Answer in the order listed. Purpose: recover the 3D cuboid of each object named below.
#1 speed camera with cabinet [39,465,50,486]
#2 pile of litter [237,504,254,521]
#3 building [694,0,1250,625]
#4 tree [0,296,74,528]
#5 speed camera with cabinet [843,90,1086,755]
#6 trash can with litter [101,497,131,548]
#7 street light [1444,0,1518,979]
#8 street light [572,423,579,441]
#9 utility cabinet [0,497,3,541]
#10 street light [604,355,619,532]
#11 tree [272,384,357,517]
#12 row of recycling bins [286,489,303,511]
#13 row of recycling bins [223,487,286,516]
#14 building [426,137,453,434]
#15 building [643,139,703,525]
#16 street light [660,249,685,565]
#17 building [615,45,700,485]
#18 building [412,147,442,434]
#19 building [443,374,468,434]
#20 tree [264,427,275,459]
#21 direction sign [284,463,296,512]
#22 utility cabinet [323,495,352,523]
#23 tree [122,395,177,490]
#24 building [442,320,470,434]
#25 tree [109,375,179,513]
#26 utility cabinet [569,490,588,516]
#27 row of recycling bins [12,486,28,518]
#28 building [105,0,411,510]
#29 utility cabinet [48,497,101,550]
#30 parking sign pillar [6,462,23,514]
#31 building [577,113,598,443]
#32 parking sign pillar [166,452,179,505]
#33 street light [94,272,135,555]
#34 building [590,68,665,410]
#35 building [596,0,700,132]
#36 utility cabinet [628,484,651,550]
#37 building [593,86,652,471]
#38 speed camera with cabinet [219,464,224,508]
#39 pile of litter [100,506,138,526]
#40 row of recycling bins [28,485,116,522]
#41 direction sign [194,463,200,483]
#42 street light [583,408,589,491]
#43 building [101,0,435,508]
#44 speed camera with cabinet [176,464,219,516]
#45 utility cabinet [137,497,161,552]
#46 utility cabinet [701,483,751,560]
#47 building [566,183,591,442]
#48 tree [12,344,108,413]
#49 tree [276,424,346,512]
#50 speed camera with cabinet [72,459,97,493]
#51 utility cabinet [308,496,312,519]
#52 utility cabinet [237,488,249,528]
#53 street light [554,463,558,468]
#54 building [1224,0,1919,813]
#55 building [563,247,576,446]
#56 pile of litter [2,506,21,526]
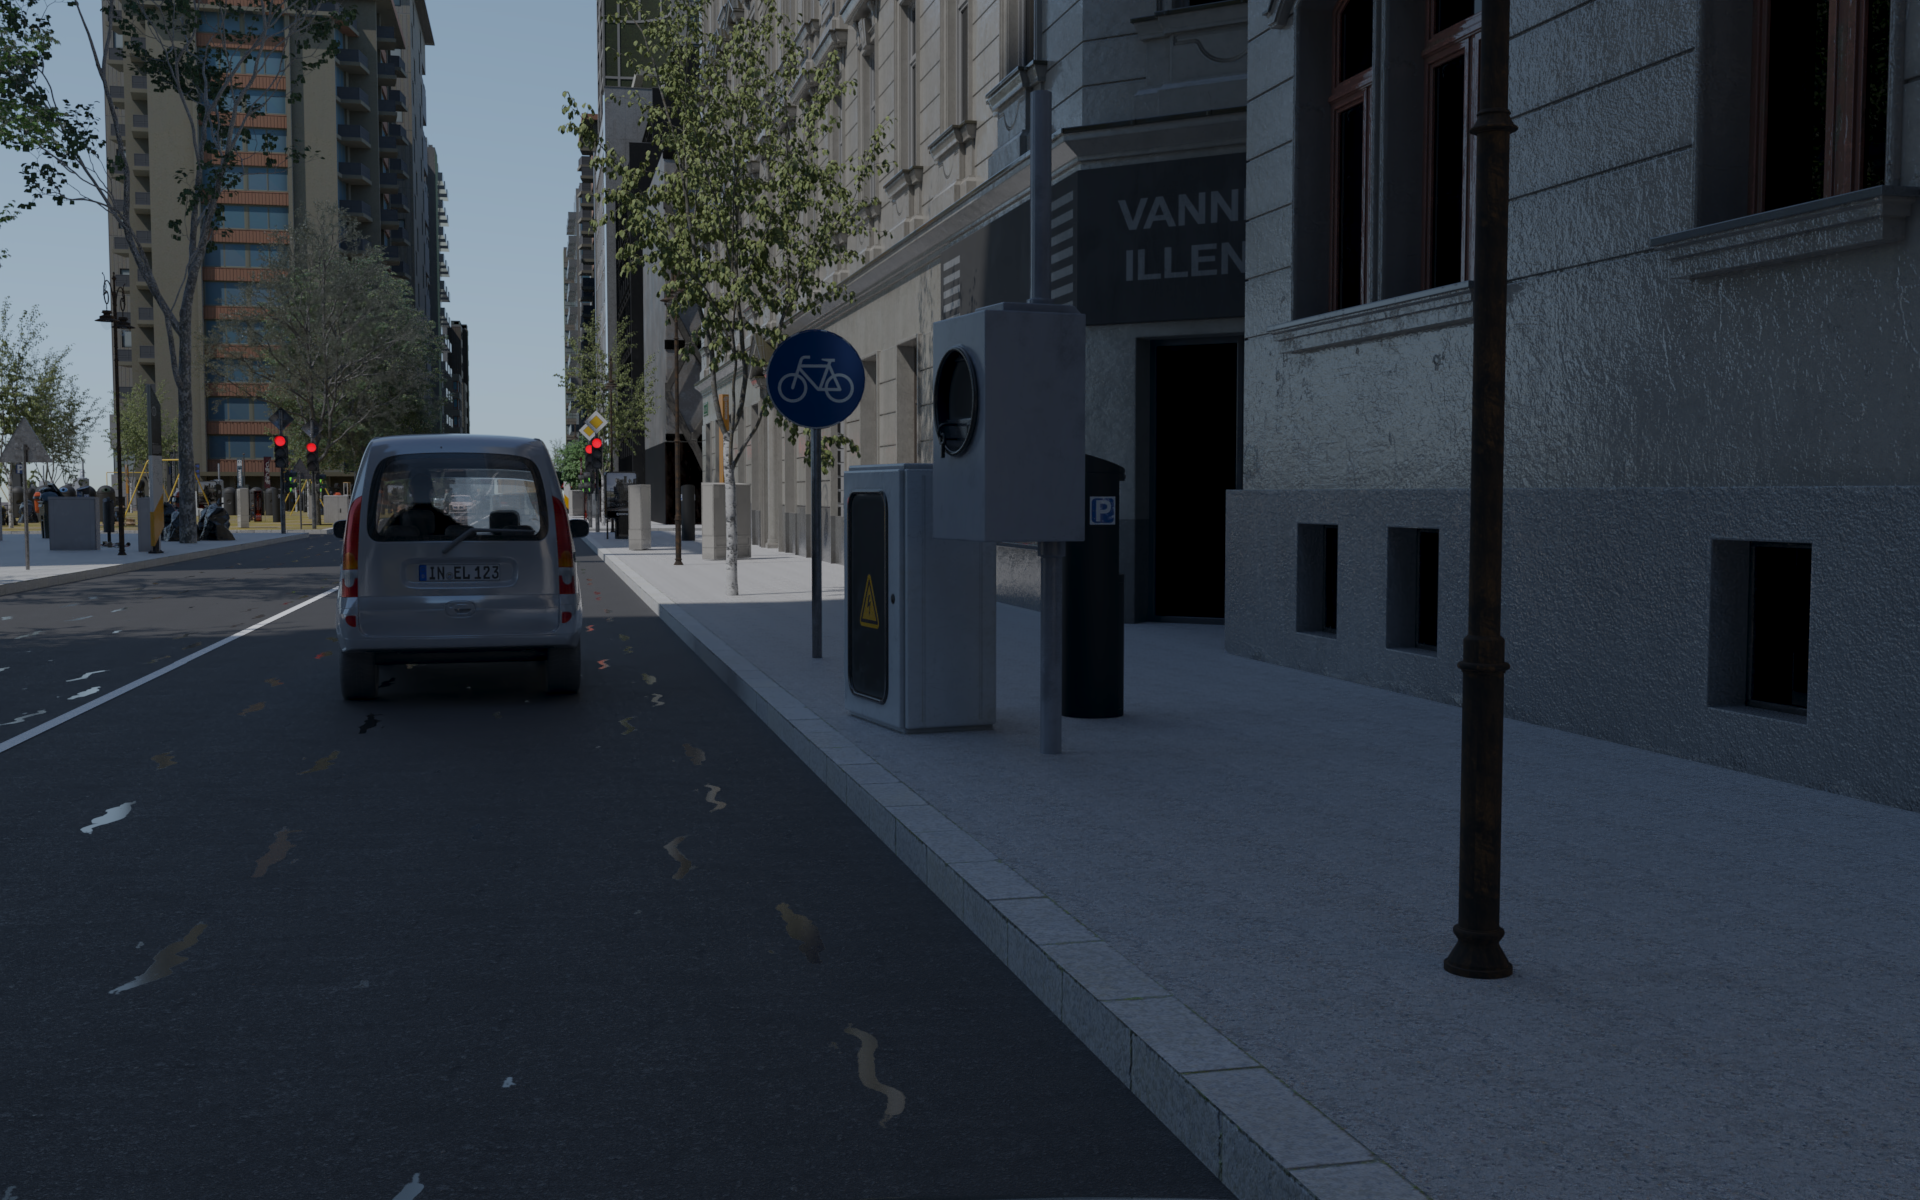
[{"bbox_3d":[-61.985,-7.601,118.606,2.038,3.252,0.660,1,4,11],"label":"speed camera with cabinet"},{"bbox_3d":[-34.396,-4.268,83.751,1.176,0.858,1.719,0,4,0],"label":"pile of litter"},{"bbox_3d":[4.317,-15.935,36.949,17.030,29.872,44.131,-1,4,-14],"label":"building"},{"bbox_3d":[-35.712,-7.032,65.339,4.737,8.622,4.395,0,3,0],"label":"tree"},{"bbox_3d":[-0.038,-0.908,9.175,0.660,3.252,2.038,-1,4,-23],"label":"speed camera with cabinet"},{"bbox_3d":[-20.766,-1.895,42.049,1.678,1.210,2.233,-2,4,-29],"label":"trash can with litter"},{"bbox_3d":[1.395,-1.939,4.486,0.468,5.910,1.993,-1,4,-14],"label":"street light"},{"bbox_3d":[-24.702,-8.473,111.317,0.468,5.910,1.993,-1,4,-14],"label":"street light"},{"bbox_3d":[-26.665,-2.210,47.293,0.306,1.237,1.020,1,4,15],"label":"utility cabinet"},{"bbox_3d":[-11.624,-5.199,57.790,0.468,5.910,1.993,-1,4,-14],"label":"street light"},{"bbox_3d":[-36.386,-8.981,97.206,4.360,8.622,3.978,0,3,0],"label":"tree"},{"bbox_3d":[-50.754,-7.605,131.459,1.069,1.692,3.534,1,4,13],"label":"row of recycling bins"},{"bbox_3d":[-42.417,-5.903,103.622,3.534,1.692,1.069,1,4,9],"label":"row of recycling bins"},{"bbox_3d":[-79.797,-37.384,230.833,23.786,49.044,30.456,-1,4,-14],"label":"building"},{"bbox_3d":[-5.385,-12.920,78.697,16.811,18.784,16.820,-1,4,-14],"label":"building"},{"bbox_3d":[-5.085,-3.567,31.114,0.468,5.910,1.993,-1,4,-14],"label":"street light"},{"bbox_3d":[-12.148,-16.203,94.604,12.332,23.373,15.834,-1,4,-14],"label":"building"},{"bbox_3d":[-66.715,-31.390,196.821,14.154,41.232,14.086,-1,4,-14],"label":"building"},{"bbox_3d":[-88.791,-25.378,259.974,27.650,21.520,28.899,-1,4,-14],"label":"building"},{"bbox_3d":[-47.546,-10.612,123.875,4.737,8.622,4.395,0,3,0],"label":"tree"},{"bbox_3d":[-48.910,-8.214,126.299,0.876,3.537,0.379,-1,4,-9],"label":"direction sign"},{"bbox_3d":[-27.675,-4.017,76.845,1.020,1.237,0.306,-1,4,-11],"label":"utility cabinet"},{"bbox_3d":[-59.973,-10.886,128.345,4.360,8.622,3.978,0,3,0],"label":"tree"},{"bbox_3d":[-87.405,-31.219,282.129,14.160,30.474,14.107,-1,4,-14],"label":"building"},{"bbox_3d":[-50.561,-9.673,108.514,4.737,8.622,4.395,0,3,0],"label":"tree"},{"bbox_3d":[-21.892,-5.546,99.359,0.318,1.500,1.173,2,4,34],"label":"utility cabinet"},{"bbox_3d":[-50.479,-5.317,94.046,1.069,1.692,3.534,0,4,-7],"label":"row of recycling bins"},{"bbox_3d":[-58.888,-30.147,147.522,22.147,44.769,28.867,-1,4,-14],"label":"building"},{"bbox_3d":[-20.290,-1.745,39.692,1.020,1.237,0.306,0,4,-7],"label":"utility cabinet"},{"bbox_3d":[-58.711,-7.310,107.995,1.447,3.967,1.447,3,4,37],"label":"parking sign pillar"},{"bbox_3d":[-32.413,-33.323,199.451,22.147,44.769,28.867,-1,4,-14],"label":"building"},{"bbox_3d":[-50.840,-7.581,112.420,1.447,3.967,1.447,1,4,17],"label":"parking sign pillar"},{"bbox_3d":[-17.592,-3.877,36.184,0.468,5.910,1.993,-1,4,-14],"label":"street light"},{"bbox_3d":[-16.851,-28.304,154.647,32.217,40.220,23.993,-1,4,-14],"label":"building"},{"bbox_3d":[-27.877,-45.020,174.332,20.563,71.187,20.611,-1,4,-14],"label":"building"},{"bbox_3d":[-7.360,-1.901,39.761,0.318,1.500,1.173,0,4,0],"label":"utility cabinet"},{"bbox_3d":[-17.040,-17.965,111.742,12.078,24.808,19.932,-1,4,-14],"label":"building"},{"bbox_3d":[-48.012,-7.243,112.766,0.660,3.252,2.038,0,4,7],"label":"speed camera with cabinet"},{"bbox_3d":[-33.965,-3.441,70.218,1.719,0.858,1.176,-2,4,-23],"label":"pile of litter"},{"bbox_3d":[-40.884,-4.463,80.084,3.534,1.692,1.069,0,4,-6],"label":"row of recycling bins"},{"bbox_3d":[-56.407,-8.295,127.616,0.876,3.537,0.379,1,4,9],"label":"direction sign"},{"bbox_3d":[-18.217,-6.863,85.000,0.468,5.910,1.993,-1,4,-14],"label":"street light"},{"bbox_3d":[-67.974,-35.768,174.038,28.713,52.752,27.495,-1,4,-14],"label":"building"},{"bbox_3d":[-43.914,-6.431,99.488,2.038,3.252,0.660,0,4,-3],"label":"speed camera with cabinet"},{"bbox_3d":[-18.295,-1.707,39.064,0.306,1.237,1.020,-1,4,-14],"label":"utility cabinet"},{"bbox_3d":[-4.555,-1.542,33.883,0.318,1.500,1.173,2,4,30],"label":"utility cabinet"},{"bbox_3d":[-49.062,-39.628,267.530,23.786,49.044,30.456,-1,4,-14],"label":"building"},{"bbox_3d":[-44.724,-8.265,85.493,4.360,8.622,3.978,0,3,0],"label":"tree"},{"bbox_3d":[-42.163,-10.004,113.925,4.737,8.622,4.395,0,3,0],"label":"tree"},{"bbox_3d":[-48.997,-6.319,97.652,0.660,3.252,2.038,1,4,20],"label":"speed camera with cabinet"},{"bbox_3d":[-33.109,-4.730,88.494,0.306,1.237,1.020,-1,4,-15],"label":"utility cabinet"},{"bbox_3d":[-27.160,-3.480,65.574,0.318,1.500,1.173,-2,4,-28],"label":"utility cabinet"},{"bbox_3d":[-49.545,-14.694,213.038,0.468,5.910,1.993,-1,4,-14],"label":"street light"},{"bbox_3d":[10.808,-13.236,3.801,14.401,28.519,23.554,-1,4,-14],"label":"building"},{"bbox_3d":[-58.724,-37.012,288.744,14.154,41.232,14.086,-1,4,-14],"label":"building"},{"bbox_3d":[-39.050,-3.443,70.261,1.719,0.858,1.176,-2,4,-32],"label":"pile of litter"}]
